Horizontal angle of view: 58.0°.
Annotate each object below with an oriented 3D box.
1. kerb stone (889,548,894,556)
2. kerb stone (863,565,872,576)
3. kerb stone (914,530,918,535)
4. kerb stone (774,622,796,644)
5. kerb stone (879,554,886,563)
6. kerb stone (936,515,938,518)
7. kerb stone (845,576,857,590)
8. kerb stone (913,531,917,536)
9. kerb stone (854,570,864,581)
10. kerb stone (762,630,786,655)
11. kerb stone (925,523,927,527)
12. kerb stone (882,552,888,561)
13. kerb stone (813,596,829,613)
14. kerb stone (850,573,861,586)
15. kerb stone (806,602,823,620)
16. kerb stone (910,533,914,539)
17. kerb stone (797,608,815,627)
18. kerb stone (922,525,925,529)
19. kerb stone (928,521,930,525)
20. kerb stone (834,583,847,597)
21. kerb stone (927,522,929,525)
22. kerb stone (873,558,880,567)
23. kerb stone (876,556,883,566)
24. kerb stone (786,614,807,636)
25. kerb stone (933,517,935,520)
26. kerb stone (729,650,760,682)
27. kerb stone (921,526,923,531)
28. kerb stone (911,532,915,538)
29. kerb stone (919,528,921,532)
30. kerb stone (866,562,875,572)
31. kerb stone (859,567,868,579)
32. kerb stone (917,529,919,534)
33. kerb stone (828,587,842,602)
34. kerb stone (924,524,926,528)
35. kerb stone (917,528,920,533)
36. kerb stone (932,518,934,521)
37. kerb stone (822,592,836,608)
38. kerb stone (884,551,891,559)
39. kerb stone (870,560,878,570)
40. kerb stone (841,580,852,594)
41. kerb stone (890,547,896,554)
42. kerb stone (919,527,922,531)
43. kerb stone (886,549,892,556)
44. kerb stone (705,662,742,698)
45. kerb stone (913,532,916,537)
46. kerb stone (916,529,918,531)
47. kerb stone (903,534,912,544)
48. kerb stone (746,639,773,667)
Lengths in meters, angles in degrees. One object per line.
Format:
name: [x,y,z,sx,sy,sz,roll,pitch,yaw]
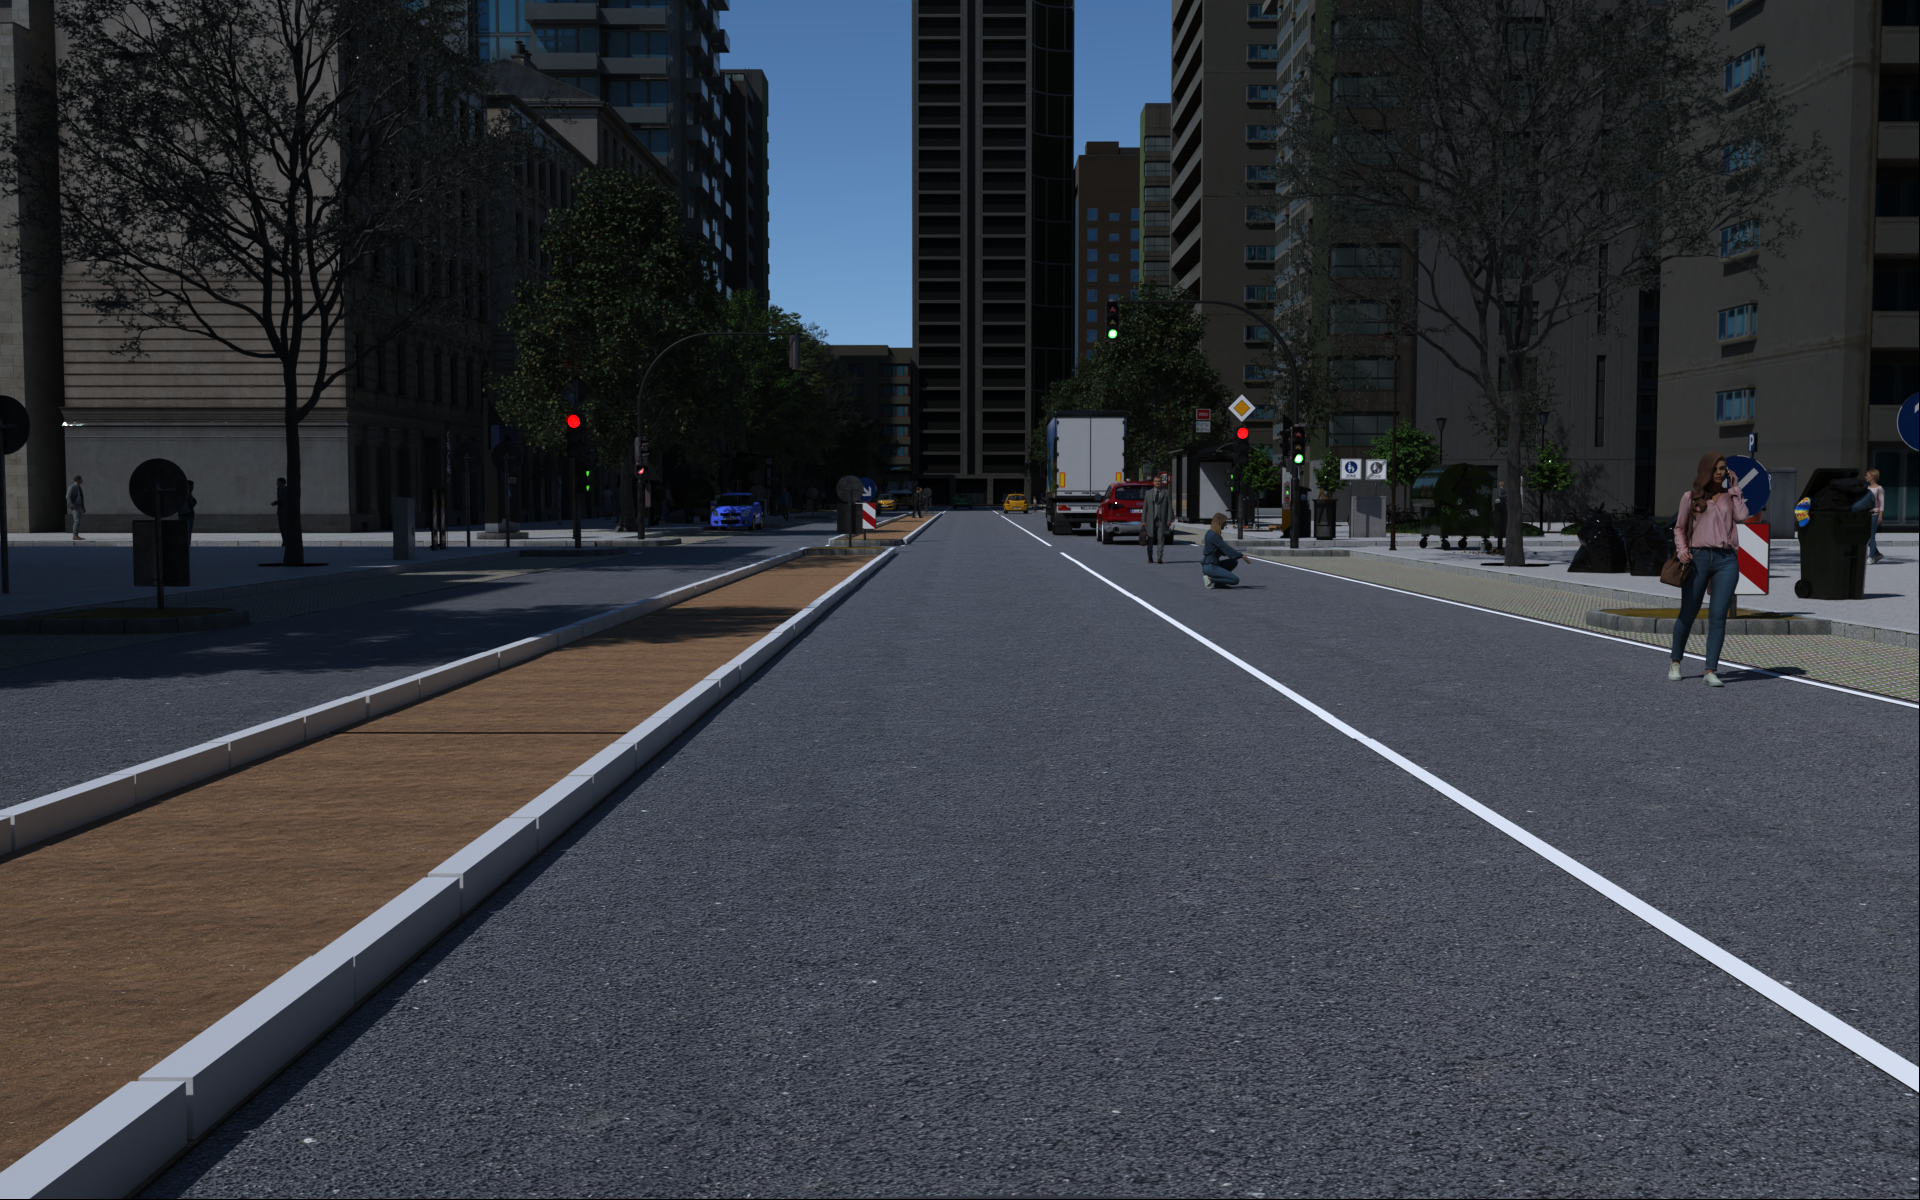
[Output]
kerb stone: [-1.624,-1.038,39.161,0.120,0.150,1.000,0,4,0]
kerb stone: [-1.653,-0.473,29.930,0.120,0.150,1.000,0,4,0]
kerb stone: [-1.557,-2.137,57.133,0.120,0.150,1.000,0,4,0]
kerb stone: [-1.704,0.343,16.601,0.120,0.150,1.000,0,4,0]
kerb stone: [-1.635,-0.787,35.063,0.120,0.150,1.000,0,4,0]
kerb stone: [-1.431,-4.456,95.085,0.120,0.150,1.000,0,4,0]
kerb stone: [-1.662,-0.222,25.831,0.120,0.150,1.000,0,4,0]
kerb stone: [-1.560,-2.074,56.101,0.120,0.150,1.000,0,4,0]
kerb stone: [-1.670,-0.348,27.881,0.120,0.150,1.000,0,4,0]
kerb stone: [-1.703,0.411,15.577,0.120,0.150,1.000,0,4,0]
kerb stone: [-1.510,-2.952,70.454,0.120,0.150,1.000,0,4,0]
kerb stone: [-1.628,-0.850,36.086,0.120,0.150,1.000,0,4,0]
kerb stone: [-1.694,0.091,20.707,0.120,0.150,1.000,0,4,0]
kerb stone: [-1.664,-0.285,26.856,0.120,0.150,1.000,0,4,0]
kerb stone: [-1.690,0.157,19.682,0.120,0.150,1.000,0,4,0]
kerb stone: [-1.571,-1.883,53.005,0.120,0.150,1.000,0,4,0]
kerb stone: [-1.697,0.224,18.656,0.120,0.150,1.000,0,4,0]
kerb stone: [-1.528,-2.698,66.357,0.120,0.150,1.000,0,4,0]
kerb stone: [-1.491,-3.266,75.589,0.120,0.150,1.000,0,4,0]
kerb stone: [-1.683,-0.097,23.781,0.120,0.150,1.000,0,4,0]
kerb stone: [-1.499,-3.139,73.521,0.120,0.150,1.000,0,4,0]
kerb stone: [-1.651,-0.662,33.013,0.120,0.150,1.000,0,4,0]
kerb stone: [-1.638,-0.724,34.035,0.120,0.150,1.000,0,4,0]
kerb stone: [-1.694,0.279,17.633,0.120,0.150,1.000,0,4,0]
kerb stone: [-1.449,-3.956,86.870,0.120,0.150,1.000,0,4,0]
kerb stone: [-1.706,0.530,13.532,0.120,0.150,1.000,0,4,0]
kerb stone: [-1.541,-2.571,64.302,0.120,0.150,1.000,0,4,0]
kerb stone: [-1.570,-1.948,54.044,0.120,0.150,1.000,0,4,0]
kerb stone: [-1.545,-2.388,61.232,0.120,0.150,1.000,0,4,0]
kerb stone: [-1.653,-0.534,30.952,0.120,0.150,1.000,0,4,0]
kerb stone: [-1.665,-0.411,28.908,0.120,0.150,1.000,0,4,0]
kerb stone: [-1.550,-2.262,59.183,0.120,0.150,1.000,0,4,0]
kerb stone: [-1.684,-0.034,22.759,0.120,0.150,1.000,0,4,0]
kerb stone: [-1.518,-2.826,68.406,0.120,0.150,1.000,0,4,0]
kerb stone: [-1.549,-2.320,60.210,0.120,0.150,1.000,0,4,0]
kerb stone: [-1.472,-3.768,83.800,0.120,0.150,1.000,0,4,0]
kerb stone: [-1.691,0.030,21.737,0.120,0.150,1.000,0,4,0]
kerb stone: [-1.625,-0.906,37.109,0.120,0.150,1.000,0,4,0]
kerb stone: [-1.651,-0.598,31.982,0.120,0.150,1.000,0,4,0]
kerb stone: [-1.676,-0.157,24.809,0.120,0.150,1.000,0,4,0]
kerb stone: [-1.619,-1.100,40.183,0.120,0.150,1.000,0,4,0]
kerb stone: [-1.542,-2.450,62.254,0.120,0.150,1.000,0,4,0]
kerb stone: [-1.633,-0.970,38.131,0.120,0.150,1.000,0,4,0]
kerb stone: [-1.719,0.592,12.510,0.120,0.150,1.000,0,4,0]
kerb stone: [-1.567,-2.011,55.078,0.120,0.150,1.000,0,4,0]
kerb stone: [-1.563,-2.198,58.161,0.120,0.150,1.000,0,4,0]
kerb stone: [-1.583,-1.822,51.978,0.120,0.150,1.000,0,4,0]
kerb stone: [-1.705,0.467,14.554,0.120,0.150,1.000,0,4,0]
